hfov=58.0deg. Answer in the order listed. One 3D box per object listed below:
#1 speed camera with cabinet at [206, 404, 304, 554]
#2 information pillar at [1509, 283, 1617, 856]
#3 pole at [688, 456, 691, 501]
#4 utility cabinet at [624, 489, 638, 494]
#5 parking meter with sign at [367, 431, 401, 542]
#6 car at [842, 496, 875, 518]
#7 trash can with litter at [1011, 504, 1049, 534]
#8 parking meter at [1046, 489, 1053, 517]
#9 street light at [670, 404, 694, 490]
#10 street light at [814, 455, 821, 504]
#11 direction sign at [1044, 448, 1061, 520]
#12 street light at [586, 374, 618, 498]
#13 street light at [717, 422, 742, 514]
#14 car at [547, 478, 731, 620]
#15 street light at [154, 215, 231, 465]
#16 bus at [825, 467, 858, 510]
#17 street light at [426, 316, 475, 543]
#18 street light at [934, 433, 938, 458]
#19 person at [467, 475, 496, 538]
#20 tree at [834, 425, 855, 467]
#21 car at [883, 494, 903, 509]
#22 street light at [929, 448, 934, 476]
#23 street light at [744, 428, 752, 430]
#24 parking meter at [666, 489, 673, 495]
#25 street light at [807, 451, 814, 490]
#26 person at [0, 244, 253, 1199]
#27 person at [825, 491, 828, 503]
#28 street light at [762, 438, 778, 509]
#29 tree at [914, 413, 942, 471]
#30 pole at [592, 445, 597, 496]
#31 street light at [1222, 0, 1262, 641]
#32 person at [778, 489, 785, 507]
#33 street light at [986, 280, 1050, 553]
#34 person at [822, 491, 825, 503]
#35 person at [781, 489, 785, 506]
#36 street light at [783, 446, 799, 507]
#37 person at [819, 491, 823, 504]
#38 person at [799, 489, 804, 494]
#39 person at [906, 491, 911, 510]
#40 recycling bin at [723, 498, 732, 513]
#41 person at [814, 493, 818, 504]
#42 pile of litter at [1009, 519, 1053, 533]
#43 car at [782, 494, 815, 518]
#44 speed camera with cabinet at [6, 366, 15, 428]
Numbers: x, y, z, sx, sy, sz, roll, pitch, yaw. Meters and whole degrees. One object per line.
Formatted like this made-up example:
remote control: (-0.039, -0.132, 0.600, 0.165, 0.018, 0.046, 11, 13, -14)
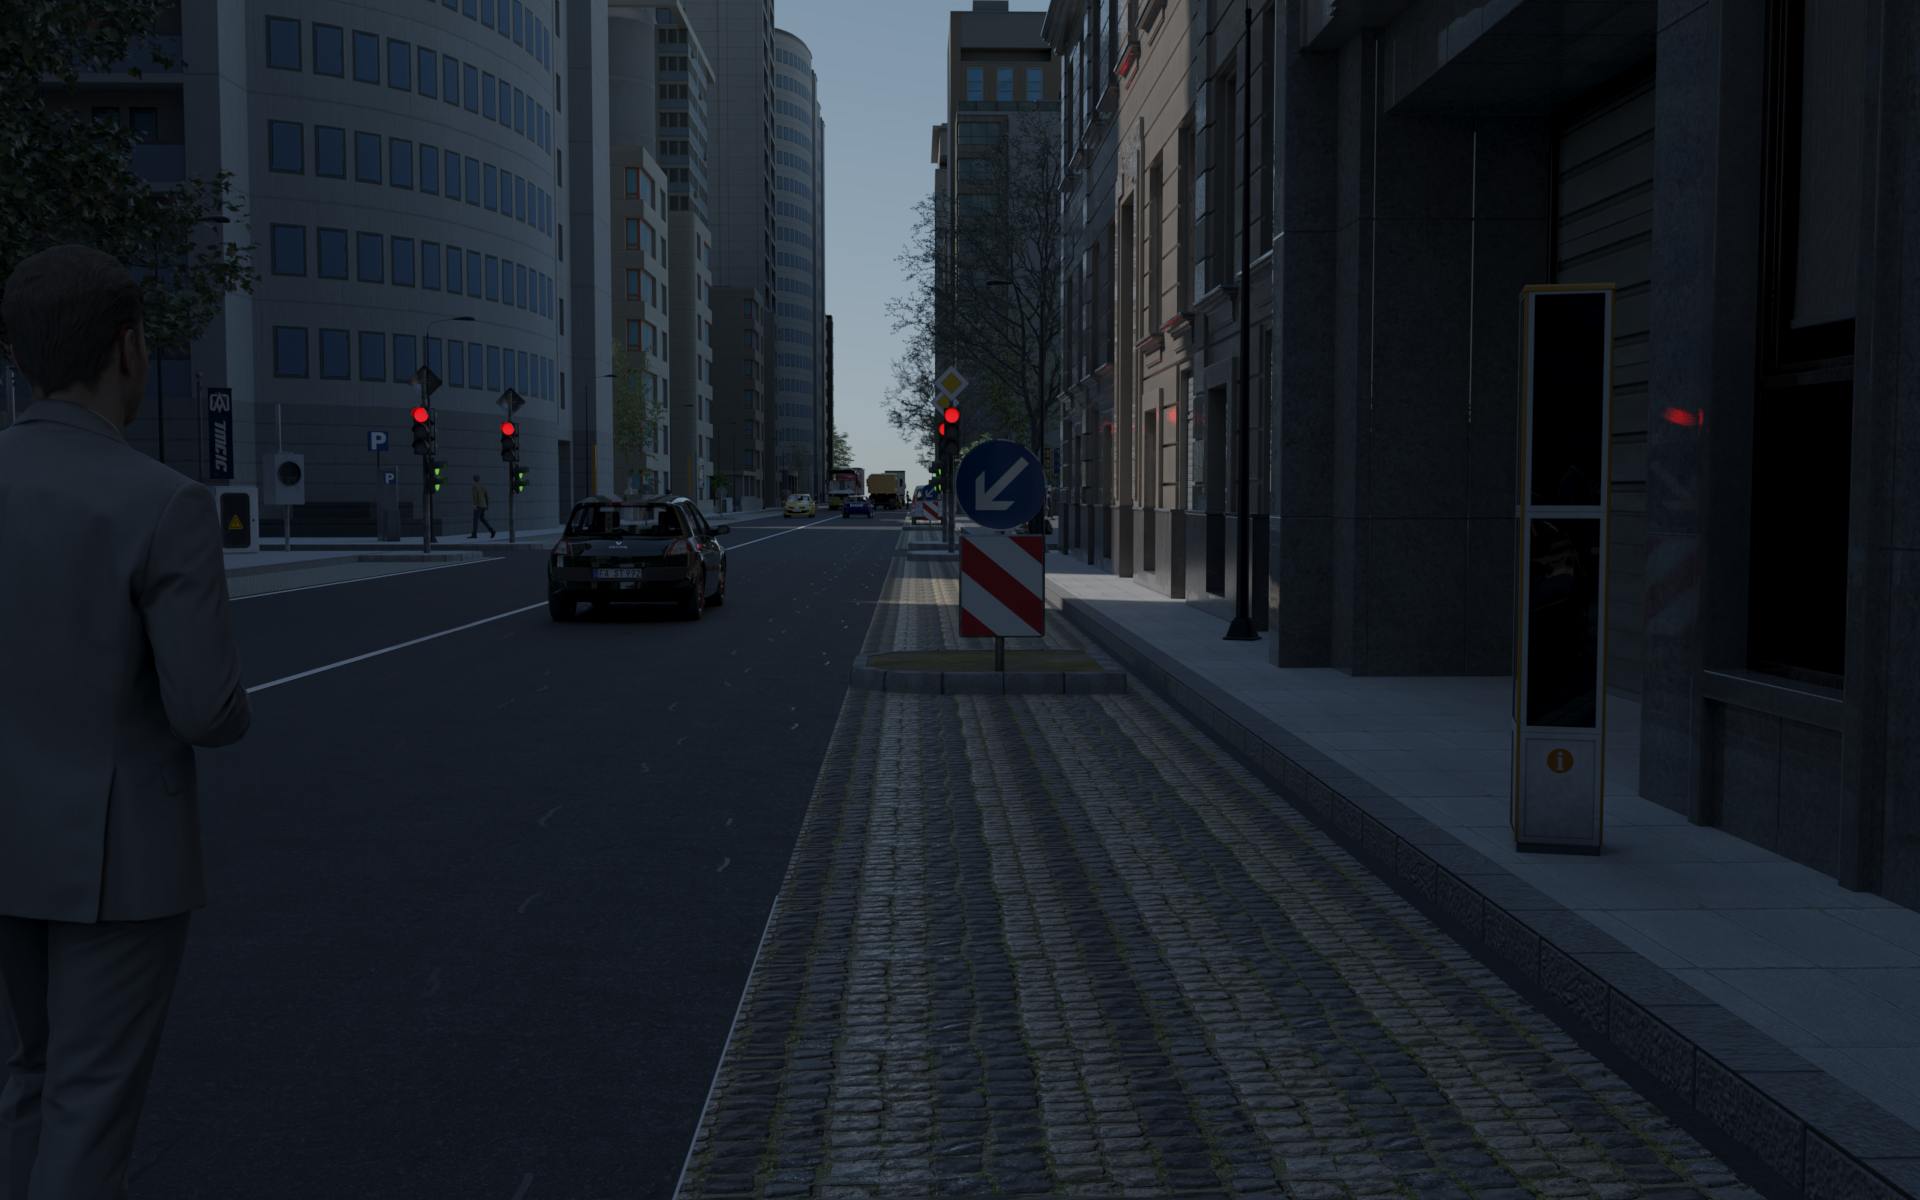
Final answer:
speed camera with cabinet: (-15.285, -2.639, 37.478, 0.660, 3.252, 2.038, 3, 5, 41)
information pillar: (2.163, -0.107, 6.241, 0.304, 2.012, 0.304, 1, 4, 14)
pole: (-14.569, -6.076, 93.193, 0.158, 3.312, 0.155, 0, 3, 0)
utility cabinet: (-15.275, -4.470, 81.765, 1.173, 1.500, 0.318, 1, 4, 23)
parking meter with sign: (-15.661, -3.119, 47.264, 0.543, 3.016, 1.738, -2, 4, -31)
car: (-6.077, -5.557, 103.432, 1.945, 1.354, 3.894, 0, 4, 0)
trash can with litter: (2.033, -2.405, 50.716, 1.055, 1.170, 0.624, -2, 4, -27)
parking meter: (4.935, -5.312, 95.267, 0.372, 1.533, 0.369, 0, 3, 0)
street light: (-14.439, -7.167, 89.713, 1.470, 5.913, 1.316, 0, 4, -2)
street light: (-17.424, -14.217, 204.984, 1.470, 5.913, 1.316, 0, 4, -2)
direction sign: (4.490, -5.667, 84.659, 0.876, 3.537, 0.379, -1, 4, -11)
street light: (-13.932, -5.792, 67.244, 1.470, 5.913, 1.316, 0, 4, -2)
street light: (-15.011, -8.514, 111.748, 1.470, 5.913, 1.316, 0, 4, -2)
car: (-3.848, -0.690, 21.064, 2.009, 1.686, 4.222, 0, 4, -2)
street light: (-12.850, -3.452, 28.989, 1.470, 5.913, 1.316, 0, 4, -2)
bus: (-10.760, -10.235, 158.882, 2.896, 3.916, 12.252, 0, 4, -3)
street light: (-13.348, -4.452, 45.334, 1.470, 5.913, 1.316, 0, 4, -2)
street light: (-1.033, -9.620, 129.825, 1.470, 5.913, 1.316, 0, 4, -2)
person: (-13.865, -2.702, 50.136, 0.836, 1.842, 0.656, -1, 4, -9)
tree: (-20.775, -22.191, 280.953, 7.486, 12.596, 7.792, 0, 3, 0)
car: (-6.572, -9.713, 169.026, 2.015, 1.641, 3.980, 0, 4, 0)
street light: (-1.772, -10.960, 151.731, 1.470, 5.913, 1.316, 0, 4, -2)
street light: (-15.356, -9.142, 122.004, 1.470, 5.913, 1.316, 0, 4, -2)
parking meter: (-14.876, -4.912, 88.717, 0.372, 1.533, 0.369, 0, 3, 0)
street light: (-16.972, -13.187, 188.143, 1.470, 5.913, 1.316, 0, 4, -2)
person: (-1.320, 0.366, 2.719, 0.606, 1.804, 0.583, 1, 4, 10)
person: (-18.937, -14.651, 246.255, 0.551, 1.740, 0.621, -3, 5, -41)
street light: (-15.822, -10.507, 144.322, 1.470, 5.913, 1.316, 0, 4, -2)
tree: (-1.657, -17.146, 206.097, 9.928, 11.665, 9.643, 0, 3, 0)
pole: (-15.074, -4.745, 71.430, 0.158, 3.312, 0.155, 0, 3, 0)
street light: (1.948, -2.603, 15.097, 1.470, 5.913, 1.316, 0, 4, -2)
person: (-16.934, -9.701, 165.185, 0.617, 1.759, 0.750, 1, 4, 20)
street light: (1.256, -3.984, 37.684, 1.470, 5.913, 1.316, 0, 4, -2)
person: (-18.600, -13.984, 236.154, 0.415, 1.643, 0.593, 0, 4, 7)
person: (-17.179, -9.910, 168.741, 0.551, 1.740, 0.621, -1, 4, -10)
street light: (-16.378, -11.847, 166.233, 1.470, 5.913, 1.316, 0, 4, -2)
person: (-18.402, -13.578, 228.962, 0.530, 1.710, 0.541, 0, 4, 4)
person: (-17.982, -11.596, 195.779, 1.348, 1.807, 0.705, 1, 4, 9)
person: (-4.706, -9.128, 158.429, 0.721, 1.739, 1.217, -1, 4, -21)
recycling bin: (-16.164, -6.551, 119.669, 0.722, 1.027, 0.722, -1, 4, -20)
person: (-18.108, -12.730, 217.403, 0.421, 1.427, 0.697, -2, 4, -27)
pile of litter: (2.351, -2.630, 56.963, 1.719, 0.858, 1.176, -2, 4, -26)
car: (-9.714, -5.781, 104.741, 2.015, 1.641, 3.980, 0, 4, -1)
speed camera with cabinet: (-15.400, -1.999, 27.012, 2.038, 3.252, 0.660, 2, 4, 26)
